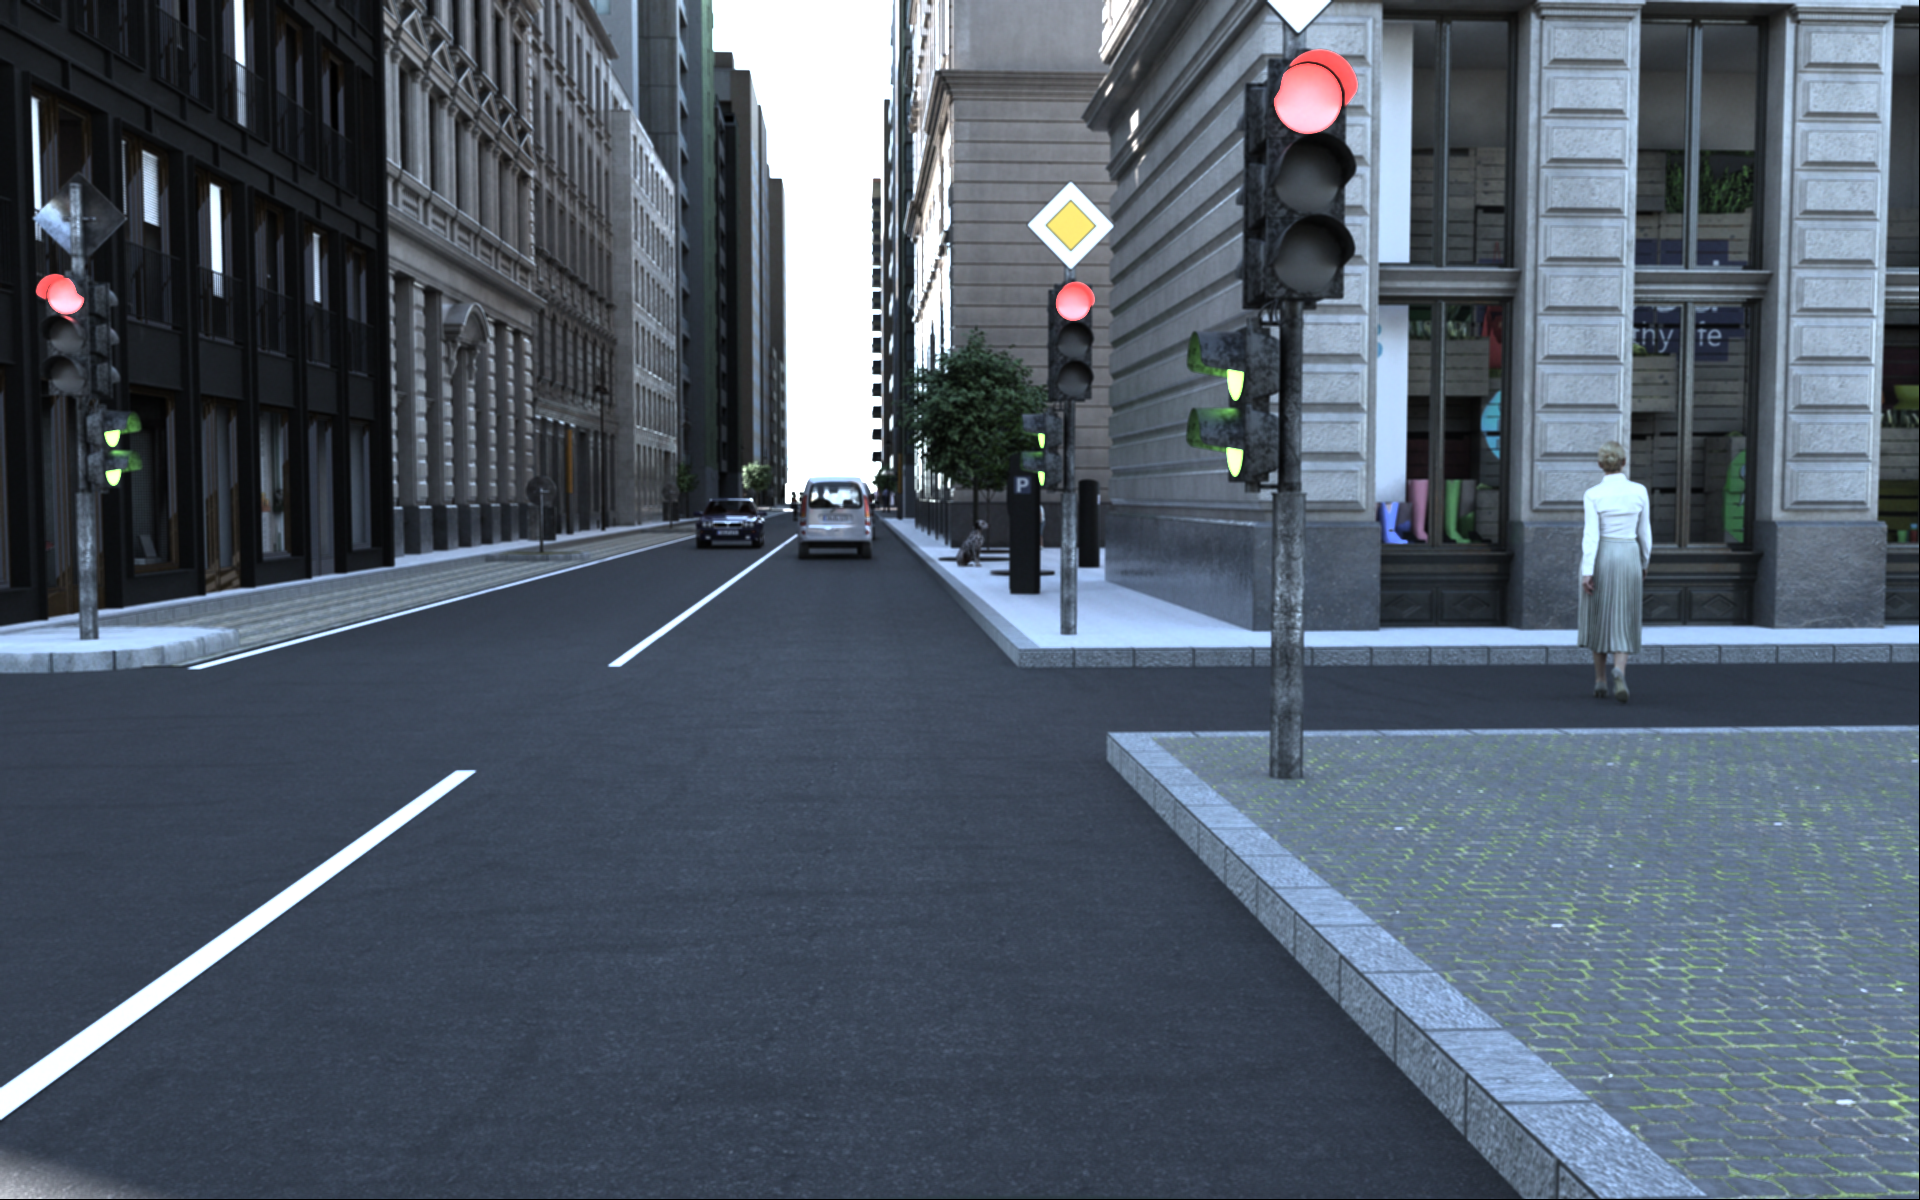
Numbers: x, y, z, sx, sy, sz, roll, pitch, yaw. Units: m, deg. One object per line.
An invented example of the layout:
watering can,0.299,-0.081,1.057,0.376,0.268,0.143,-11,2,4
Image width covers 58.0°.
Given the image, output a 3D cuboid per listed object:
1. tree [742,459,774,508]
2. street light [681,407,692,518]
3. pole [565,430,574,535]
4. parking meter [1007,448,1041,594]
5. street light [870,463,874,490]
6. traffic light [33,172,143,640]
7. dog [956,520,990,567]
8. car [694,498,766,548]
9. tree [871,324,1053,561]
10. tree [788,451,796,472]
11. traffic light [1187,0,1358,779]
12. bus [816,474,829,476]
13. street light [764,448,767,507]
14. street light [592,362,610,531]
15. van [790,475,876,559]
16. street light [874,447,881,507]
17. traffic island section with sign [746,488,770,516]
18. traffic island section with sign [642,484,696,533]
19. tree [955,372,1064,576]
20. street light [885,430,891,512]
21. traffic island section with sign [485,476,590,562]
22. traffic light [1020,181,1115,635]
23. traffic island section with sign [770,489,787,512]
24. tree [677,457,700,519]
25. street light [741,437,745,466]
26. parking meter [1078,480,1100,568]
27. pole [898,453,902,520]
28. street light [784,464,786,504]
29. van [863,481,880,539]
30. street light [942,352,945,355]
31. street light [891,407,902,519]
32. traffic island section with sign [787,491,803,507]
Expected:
tree,-19.113,-10.961,162.925,4.285,4.588,4.351,0,3,0
street light,-14.456,-7.273,91.704,0.468,5.910,1.993,0,4,-3
pole,-12.389,-3.735,54.914,0.158,3.312,0.155,0,3,0
parking meter,0.820,-1.014,22.287,0.399,1.863,0.255,1,4,17
street light,-10.088,-14.193,204.838,0.468,5.910,1.993,0,4,-3
traffic light,-7.670,-1.606,15.174,0.839,4.253,0.868,0,4,-3
dog,0.167,-1.009,30.871,0.513,0.831,0.800,-1,4,-20
car,-6.234,-2.114,47.152,1.945,1.354,3.894,0,4,-5
tree,0.215,-3.053,33.625,4.285,4.588,4.351,0,3,0
tree,-25.562,-18.283,249.284,4.737,8.622,4.395,0,3,0
traffic light,1.461,-1.151,7.746,0.839,4.253,0.868,0,4,-3
bus,-16.971,-13.782,216.884,2.896,3.916,12.252,0,4,-2
street light,-19.597,-12.349,174.690,0.468,5.910,1.993,0,4,-3
street light,-12.524,-5.373,60.628,0.468,5.910,1.993,0,4,-3
van,-2.903,-2.008,39.850,2.013,2.044,4.112,0,4,-5
street light,-7.807,-11.867,166.816,0.468,5.910,1.993,0,4,-3
traffic island section with sign,-13.820,-6.507,115.015,1.989,1.847,2.006,0,4,-3
traffic island section with sign,-10.713,-3.408,64.347,1.989,1.847,2.006,0,4,-3
tree,0.861,-2.017,27.573,1.663,3.219,1.824,0,3,0
street light,-5.040,-9.107,121.684,0.468,5.910,1.993,0,4,-3
traffic island section with sign,-9.078,-1.762,37.441,1.989,1.847,2.006,0,4,-3
traffic light,0.974,-1.639,15.716,0.839,4.253,0.868,0,4,-3
traffic island section with sign,-15.459,-8.152,141.920,1.989,1.847,2.006,0,4,-3
tree,-14.265,-5.807,89.551,1.663,3.219,1.824,0,3,0
street light,-17.207,-10.024,136.674,0.468,5.910,1.993,0,4,-3
parking meter,2.263,-1.342,30.352,0.372,1.533,0.369,0,3,0
pole,-2.993,-5.685,86.789,0.158,3.312,0.155,0,3,0
street light,-22.192,-15.100,219.670,0.468,5.910,1.993,0,4,-3
van,-3.599,-2.998,56.035,2.013,2.044,4.112,0,4,-4
street light,-0.334,-4.438,45.347,0.468,5.910,1.993,0,4,-3
street light,-3.226,-7.188,90.308,0.468,5.910,1.993,0,4,-3
traffic island section with sign,-18.794,-11.478,196.293,1.989,1.847,2.006,0,4,-3
